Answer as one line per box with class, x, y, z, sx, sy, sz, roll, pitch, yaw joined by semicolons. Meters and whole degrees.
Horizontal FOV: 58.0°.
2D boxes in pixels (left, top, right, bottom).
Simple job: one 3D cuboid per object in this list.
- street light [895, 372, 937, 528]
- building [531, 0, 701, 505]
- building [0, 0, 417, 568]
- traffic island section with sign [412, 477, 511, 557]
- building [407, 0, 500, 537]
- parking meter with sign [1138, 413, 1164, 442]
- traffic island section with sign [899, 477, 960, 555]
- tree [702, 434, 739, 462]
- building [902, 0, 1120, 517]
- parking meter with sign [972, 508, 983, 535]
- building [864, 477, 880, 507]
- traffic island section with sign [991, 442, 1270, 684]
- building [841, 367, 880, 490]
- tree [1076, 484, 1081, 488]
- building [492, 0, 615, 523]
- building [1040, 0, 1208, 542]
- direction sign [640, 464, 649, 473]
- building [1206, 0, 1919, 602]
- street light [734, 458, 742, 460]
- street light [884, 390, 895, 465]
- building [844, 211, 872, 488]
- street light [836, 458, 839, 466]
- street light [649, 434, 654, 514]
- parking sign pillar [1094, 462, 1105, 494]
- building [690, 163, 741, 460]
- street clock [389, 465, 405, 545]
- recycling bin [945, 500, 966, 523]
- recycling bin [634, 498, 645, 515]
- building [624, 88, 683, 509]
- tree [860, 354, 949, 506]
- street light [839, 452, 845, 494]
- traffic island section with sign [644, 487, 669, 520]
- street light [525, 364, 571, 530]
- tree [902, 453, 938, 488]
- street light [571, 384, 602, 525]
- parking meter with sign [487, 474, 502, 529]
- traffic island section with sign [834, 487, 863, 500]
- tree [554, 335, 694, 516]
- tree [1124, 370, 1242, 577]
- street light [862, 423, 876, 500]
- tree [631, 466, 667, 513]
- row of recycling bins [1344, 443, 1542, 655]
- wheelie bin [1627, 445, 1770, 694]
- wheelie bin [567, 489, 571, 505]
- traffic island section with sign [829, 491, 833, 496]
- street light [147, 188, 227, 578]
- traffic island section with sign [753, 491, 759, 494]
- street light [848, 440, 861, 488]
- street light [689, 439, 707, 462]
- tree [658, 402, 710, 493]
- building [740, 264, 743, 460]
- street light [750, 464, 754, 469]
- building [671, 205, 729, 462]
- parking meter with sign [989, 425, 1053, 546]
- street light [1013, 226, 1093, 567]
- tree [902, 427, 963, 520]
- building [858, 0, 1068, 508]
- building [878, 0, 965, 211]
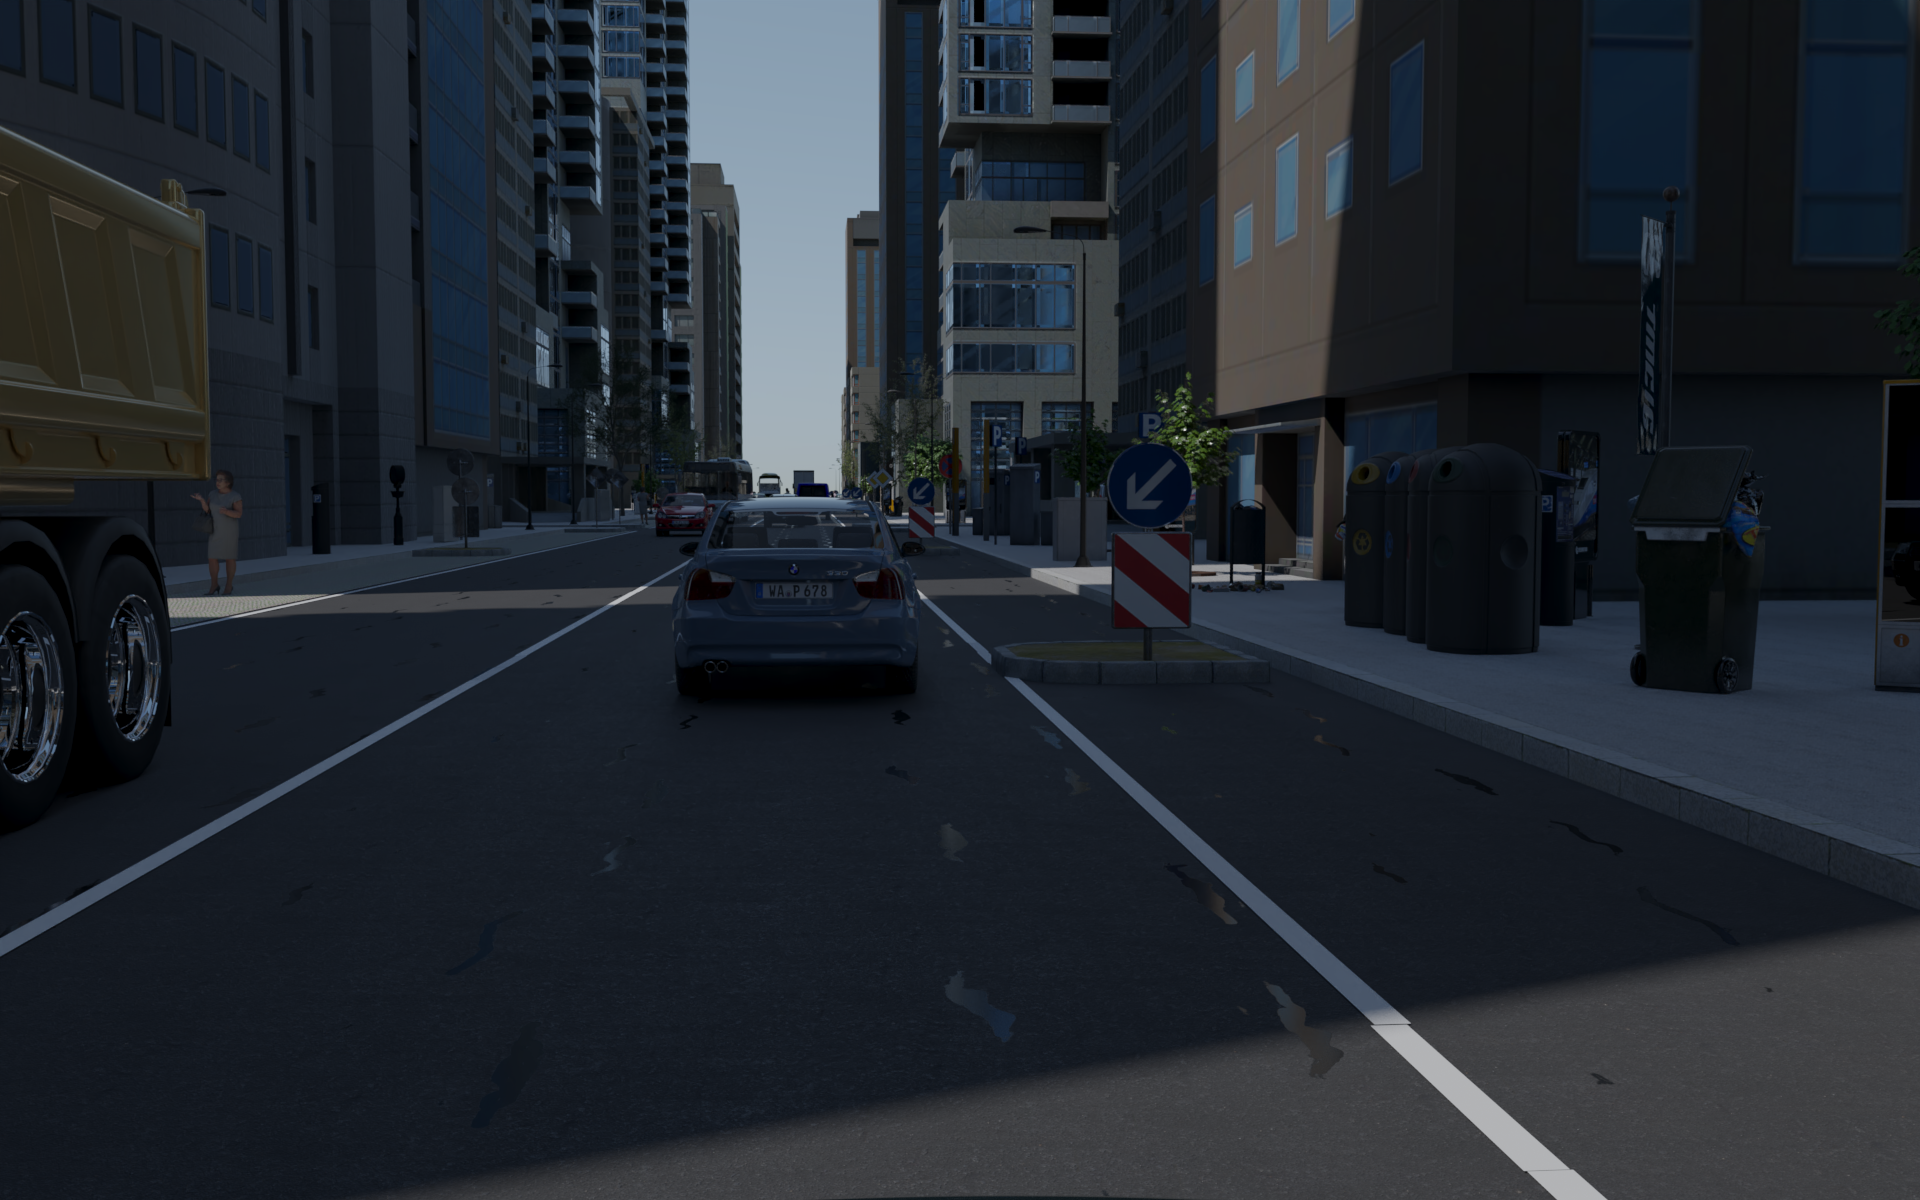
street light;-1.606;-5.724;66.123;1.470;5.913;1.316;0;4;-5
building;-38.871;-53.324;184.523;22.319;86.520;31.000;0;4;-5
building;-24.264;-29.927;31.310;21.231;58.520;28.212;0;4;-5
traffic island section with sign;-11.566;-1.943;40.391;1.989;1.847;2.006;0;4;-5
building;-23.199;-24.717;54.239;14.200;45.320;14.600;0;4;-5
parking meter with sign;4.156;-2.451;36.328;0.543;3.016;1.738;0;4;-4
traffic island section with sign;-1.081;-2.004;41.392;1.989;1.847;2.006;0;4;-5
tree;-28.554;-15.761;208.057;4.360;8.622;3.978;0;3;0
building;7.391;-48.825;110.956;22.319;86.520;31.000;0;4;-5
parking meter with sign;1.174;-3.494;53.387;1.738;3.016;0.543;2;4;34
building;6.103;-29.987;182.172;32.217;40.220;23.993;0;4;-5
traffic island section with sign;1.286;-0.330;14.029;1.989;1.847;2.006;0;4;-5
building;-6.171;-27.543;295.362;27.650;21.520;28.899;0;4;-5
tree;7.420;-6.720;93.589;4.285;4.588;4.351;0;3;0
building;-33.904;-23.930;83.137;32.217;40.220;23.993;0;4;-5
building;18.194;-22.160;54.198;32.217;40.220;23.993;0;4;-5
direction sign;-23.510;-8.389;129.161;0.876;3.537;0.379;2;4;32
building;11.917;-23.012;26.350;14.600;45.320;14.200;0;4;-5
street light;-29.756;-15.876;232.116;1.470;5.913;1.316;0;4;-5
street light;-2.523;-6.421;77.517;1.470;5.913;1.316;0;4;-5
building;-10.936;-38.075;272.632;14.600;45.320;14.200;0;4;-5
street light;-16.209;-16.119;236.090;1.470;5.913;1.316;0;4;-5
street light;-18.998;-8.374;109.450;1.470;5.913;1.316;0;4;-5
parking sign pillar;6.274;-5.285;74.879;1.447;3.967;1.447;-2;4;-25
building;-43.531;-38.654;255.694;21.300;48.544;21.600;0;4;-5
street clock;-14.085;-2.375;43.396;0.358;2.002;0.471;-3;5;-40
recycling bin;-0.195;-3.938;76.932;0.722;1.027;0.722;1;4;23
recycling bin;-20.024;-5.857;108.319;0.722;1.027;0.722;-1;4;-15
building;-41.198;-28.506;157.947;32.217;40.220;23.993;0;4;-5
tree;-2.667;-8.566;90.416;4.360;8.622;3.978;0;3;0
street light;-12.156;-13.245;189.097;1.470;5.913;1.316;0;4;-5
traffic island section with sign;-16.385;-5.325;95.683;1.989;1.847;2.006;0;4;-5
street light;-14.872;-5.467;61.922;1.470;5.913;1.316;0;4;-5
tree;-1.789;-5.294;81.150;1.663;3.219;1.824;0;3;0
street light;-15.770;-6.143;72.979;1.470;5.913;1.316;0;4;-5
parking meter with sign;-17.847;-4.198;64.891;1.738;3.016;0.543;3;4;36
traffic island section with sign;-5.878;-5.372;96.458;1.989;1.847;2.006;0;4;-5
tree;-19.682;-10.199;101.174;8.767;10.594;7.601;0;4;-2
tree;3.544;-1.990;27.138;1.663;3.219;1.824;0;3;0
street light;-5.504;-8.609;113.297;1.470;5.913;1.316;0;4;-5
tree;-20.826;-7.473;116.785;1.663;3.219;1.824;0;3;0
row of recycling bins;4.278;-0.513;15.495;1.069;1.692;3.534;0;4;-1
wheelie bin;4.859;-0.215;11.430;0.693;1.594;0.980;-3;4;-38
wheelie bin;-22.601;-5.731;101.613;0.980;1.594;0.693;-2;4;-27
traffic island section with sign;-8.213;-7.014;123.313;1.989;1.847;2.006;0;4;-5
street light;-11.817;-3.292;26.366;1.470;5.913;1.316;0;4;-5
traffic island section with sign;-32.600;-16.722;282.036;1.989;1.847;2.006;0;4;-5
street light;-9.151;-11.070;153.537;1.470;5.913;1.316;0;4;-5
street light;-22.494;-10.807;149.241;1.470;5.913;1.316;0;4;-5
tree;-22.064;-11.362;136.137;4.737;8.622;4.395;0;3;0
building;-44.813;-37.590;298.197;14.154;41.232;14.086;0;4;-5
street light;-32.749;-18.062;267.853;1.470;5.913;1.316;0;4;-5
building;-39.176;-33.908;237.989;14.154;41.232;14.086;0;4;-5
parking meter with sign;1.632;-2.882;43.377;1.738;3.016;0.543;2;4;28
street light;1.623;-3.527;30.216;1.470;5.913;1.316;0;4;-5
tree;-1.371;-6.203;85.130;4.285;4.588;4.351;0;3;0
building;-0.748;-54.743;207.713;22.319;86.520;31.000;0;4;-5
building;0.532;-30.102;142.277;14.600;45.320;14.200;0;4;-5
